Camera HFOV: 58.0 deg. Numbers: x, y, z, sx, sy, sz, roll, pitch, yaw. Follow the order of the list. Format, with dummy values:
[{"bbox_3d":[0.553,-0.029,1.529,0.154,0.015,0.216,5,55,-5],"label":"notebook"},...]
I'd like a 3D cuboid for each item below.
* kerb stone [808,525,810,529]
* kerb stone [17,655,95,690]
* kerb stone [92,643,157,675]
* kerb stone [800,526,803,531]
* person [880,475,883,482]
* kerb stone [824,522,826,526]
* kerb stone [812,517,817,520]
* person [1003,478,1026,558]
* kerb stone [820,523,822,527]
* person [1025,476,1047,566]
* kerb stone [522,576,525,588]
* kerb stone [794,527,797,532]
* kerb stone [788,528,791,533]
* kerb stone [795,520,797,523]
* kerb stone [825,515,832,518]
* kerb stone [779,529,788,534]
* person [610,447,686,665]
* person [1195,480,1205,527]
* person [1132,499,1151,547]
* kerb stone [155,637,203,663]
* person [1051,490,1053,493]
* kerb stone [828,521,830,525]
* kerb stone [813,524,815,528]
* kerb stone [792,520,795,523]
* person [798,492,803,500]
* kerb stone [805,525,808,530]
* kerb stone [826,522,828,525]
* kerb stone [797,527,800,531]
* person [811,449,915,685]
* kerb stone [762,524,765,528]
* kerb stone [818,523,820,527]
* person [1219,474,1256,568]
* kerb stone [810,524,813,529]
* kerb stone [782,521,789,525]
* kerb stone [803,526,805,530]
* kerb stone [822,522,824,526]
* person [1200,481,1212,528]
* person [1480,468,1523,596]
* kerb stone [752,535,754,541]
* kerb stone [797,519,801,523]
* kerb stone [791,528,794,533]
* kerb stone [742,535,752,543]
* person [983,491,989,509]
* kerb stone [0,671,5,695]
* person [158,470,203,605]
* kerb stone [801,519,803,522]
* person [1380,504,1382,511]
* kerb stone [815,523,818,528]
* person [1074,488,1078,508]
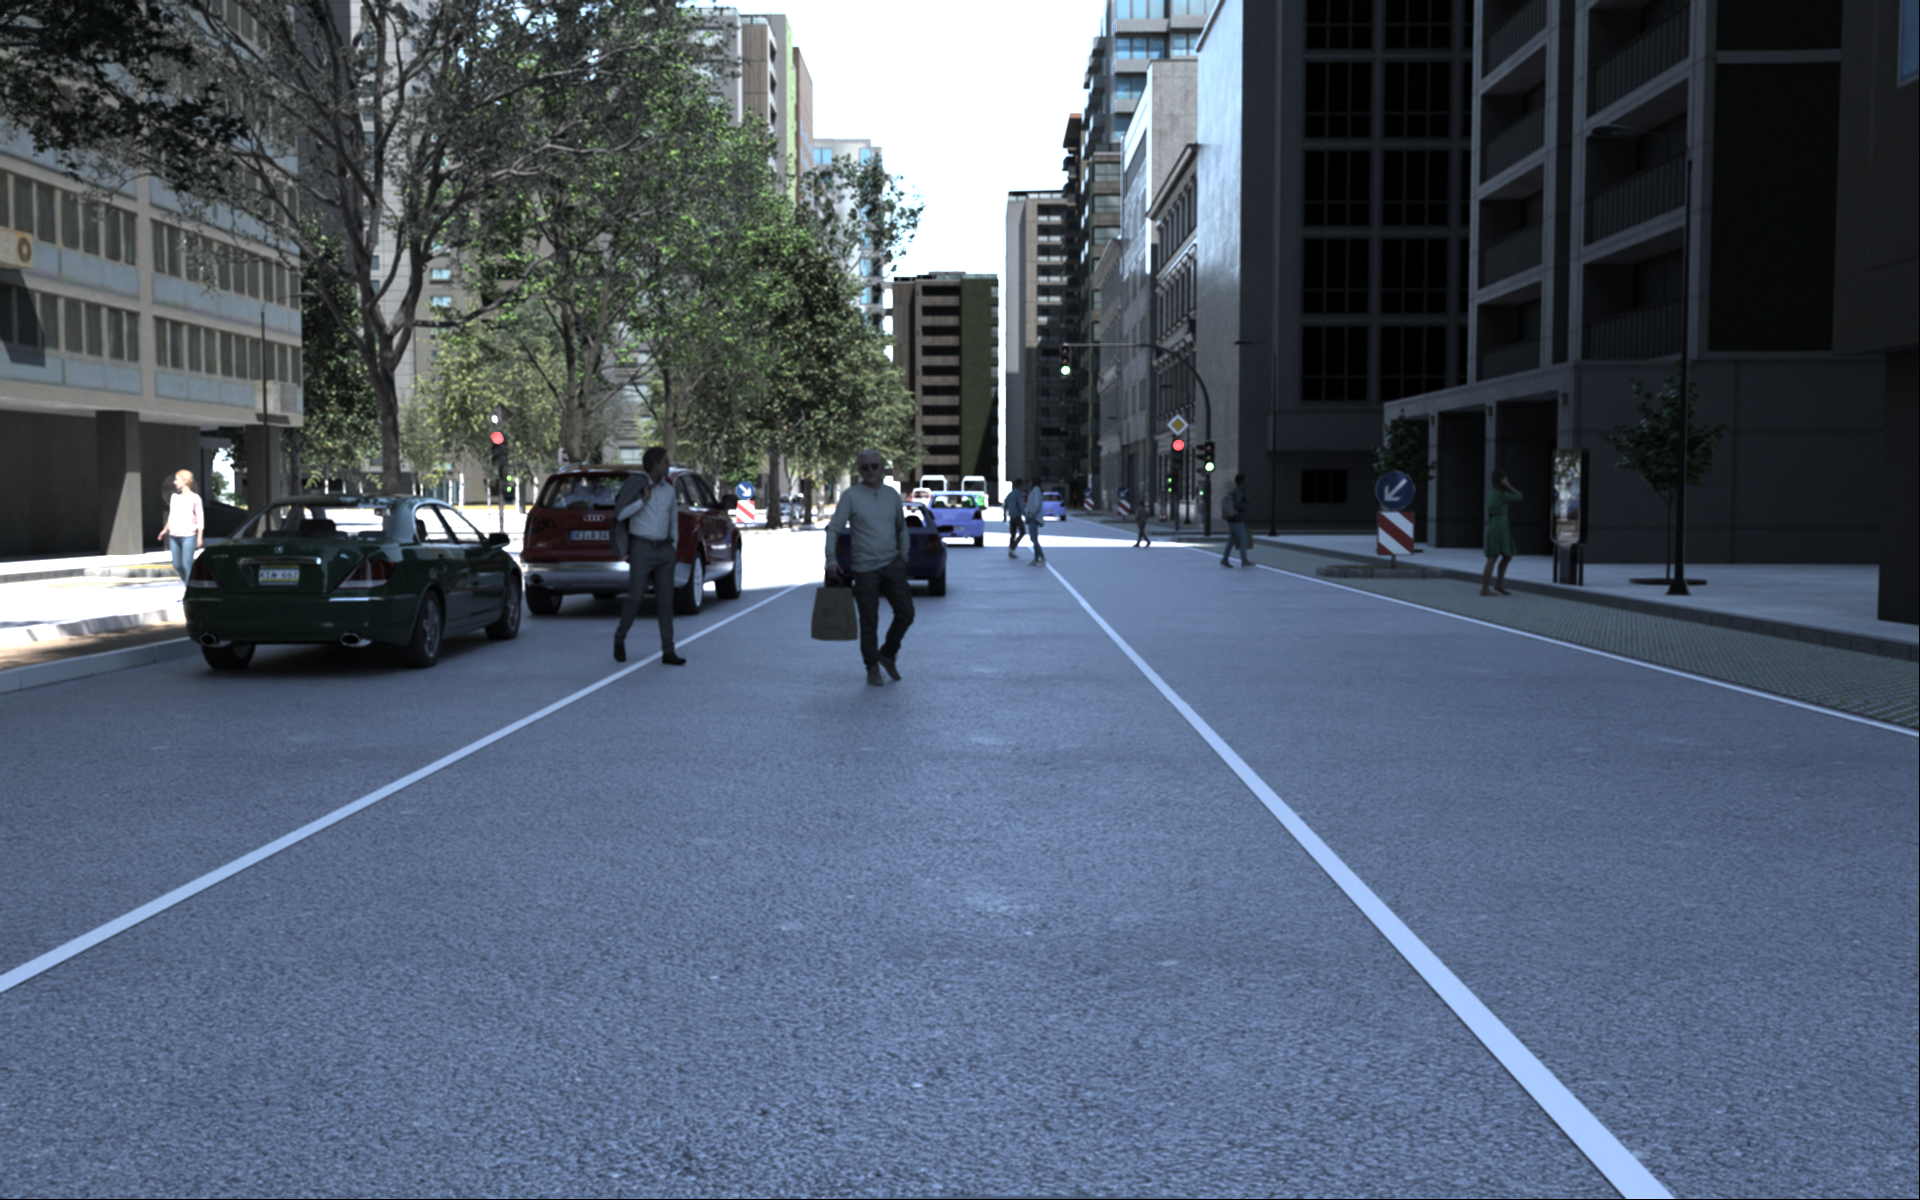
[{"bbox_3d":[-6.260,-2.927,70.044,0.120,0.150,1.000,0,4,1],"label":"kerb stone"},{"bbox_3d":[-6.909,0.553,13.152,0.120,0.150,1.000,0,4,1],"label":"kerb stone"},{"bbox_3d":[-6.893,0.494,14.174,0.120,0.150,1.000,0,4,1],"label":"kerb stone"},{"bbox_3d":[-6.291,-2.738,66.960,0.120,0.150,1.000,0,4,1],"label":"kerb stone"},{"bbox_3d":[-1.672,-1.671,35.695,0.514,1.842,0.818,-2,4,-29],"label":"person"},{"bbox_3d":[-6.175,-3.365,77.216,0.120,0.150,1.000,0,4,1],"label":"kerb stone"},{"bbox_3d":[-8.044,-4.553,96.678,0.120,0.150,1.000,0,4,1],"label":"kerb stone"},{"bbox_3d":[1.222,-1.831,38.788,0.444,1.785,0.601,-2,4,-30],"label":"person"},{"bbox_3d":[-6.200,-3.233,75.172,0.120,0.150,1.000,0,4,1],"label":"kerb stone"},{"bbox_3d":[1.523,-1.579,34.578,0.793,1.790,0.793,-2,4,-28],"label":"person"},{"bbox_3d":[-6.741,-0.322,27.503,0.120,0.150,1.000,0,4,1],"label":"kerb stone"},{"bbox_3d":[-6.325,-2.611,64.914,0.120,0.150,1.000,0,4,1],"label":"kerb stone"},{"bbox_3d":[-6.338,-2.488,62.867,0.120,0.150,1.000,0,4,1],"label":"kerb stone"},{"bbox_3d":[-8.192,-3.803,84.401,0.120,0.150,1.000,0,4,1],"label":"kerb stone"},{"bbox_3d":[-7.958,-5.057,104.883,0.120,0.150,1.000,0,4,1],"label":"kerb stone"},{"bbox_3d":[-6.356,-2.418,61.839,0.120,0.150,1.000,0,4,1],"label":"kerb stone"},{"bbox_3d":[-2.663,-0.370,14.656,0.850,1.850,0.679,3,5,42],"label":"person"},{"bbox_3d":[9.470,-3.784,67.879,0.573,1.828,0.580,-3,5,-42],"label":"person"},{"bbox_3d":[4.894,-2.076,46.715,0.640,1.303,0.475,3,4,37],"label":"person"},{"bbox_3d":[-6.873,0.428,15.200,0.120,0.150,1.000,0,4,1],"label":"kerb stone"},{"bbox_3d":[11.302,-12.499,210.950,0.990,1.755,0.434,-1,4,-22],"label":"person"},{"bbox_3d":[-6.149,-3.491,79.276,0.120,0.150,1.000,0,4,1],"label":"kerb stone"},{"bbox_3d":[-6.232,-3.052,72.088,0.120,0.150,1.000,0,4,1],"label":"kerb stone"},{"bbox_3d":[-8.195,-3.742,83.379,0.120,0.150,1.000,0,4,1],"label":"kerb stone"},{"bbox_3d":[-14.600,-9.140,158.672,0.628,1.438,0.799,0,4,-4],"label":"person"},{"bbox_3d":[-6.270,-2.864,69.014,0.120,0.150,1.000,0,4,1],"label":"kerb stone"},{"bbox_3d":[-6.162,-3.428,78.238,0.120,0.150,1.000,0,4,1],"label":"kerb stone"},{"bbox_3d":[-6.305,-2.675,65.936,0.120,0.150,1.000,0,4,1],"label":"kerb stone"},{"bbox_3d":[-0.737,-0.247,13.020,0.782,1.767,0.515,-2,4,-29],"label":"person"},{"bbox_3d":[-8.333,-3.053,72.104,0.120,0.150,1.000,0,4,1],"label":"kerb stone"},{"bbox_3d":[-6.209,-3.175,74.149,0.120,0.150,1.000,0,4,1],"label":"kerb stone"},{"bbox_3d":[5.357,-1.521,33.347,0.713,1.824,0.794,1,4,12],"label":"person"},{"bbox_3d":[-6.251,-2.985,71.067,0.120,0.150,1.000,0,4,1],"label":"kerb stone"},{"bbox_3d":[-8.217,-3.679,82.354,0.120,0.150,1.000,0,4,1],"label":"kerb stone"},{"bbox_3d":[-6.281,-2.801,67.992,0.120,0.150,1.000,0,4,1],"label":"kerb stone"},{"bbox_3d":[-6.194,-3.303,76.194,0.120,0.150,1.000,0,4,1],"label":"kerb stone"},{"bbox_3d":[9.370,-3.652,66.019,0.793,1.790,0.793,1,4,17],"label":"person"},{"bbox_3d":[7.523,-0.949,24.271,0.529,1.795,0.600,-1,4,-13],"label":"person"},{"bbox_3d":[-6.453,-1.892,53.123,0.120,0.150,1.000,0,4,1],"label":"kerb stone"},{"bbox_3d":[-8.174,-3.930,86.447,0.120,0.150,1.000,0,4,1],"label":"kerb stone"},{"bbox_3d":[-6.327,-2.549,63.889,0.120,0.150,1.000,0,4,1],"label":"kerb stone"},{"bbox_3d":[-6.466,-1.829,52.093,0.120,0.150,1.000,0,4,1],"label":"kerb stone"},{"bbox_3d":[2.448,-9.554,165.382,0.621,1.740,0.551,2,4,25],"label":"person"},{"bbox_3d":[-6.921,0.620,12.130,0.120,0.150,1.000,0,4,1],"label":"kerb stone"},{"bbox_3d":[-10.111,-0.820,22.576,0.731,1.740,0.598,0,4,6],"label":"person"},{"bbox_3d":[-8.162,-3.992,87.469,0.120,0.150,1.000,0,4,1],"label":"kerb stone"},{"bbox_3d":[13.684,-2.872,55.473,0.555,1.821,0.388,2,4,29],"label":"person"},{"bbox_3d":[-6.220,-3.112,73.111,0.120,0.150,1.000,0,4,1],"label":"kerb stone"},{"bbox_3d":[10.521,-9.224,156.942,0.705,1.812,1.348,0,3,0],"label":"person"}]
